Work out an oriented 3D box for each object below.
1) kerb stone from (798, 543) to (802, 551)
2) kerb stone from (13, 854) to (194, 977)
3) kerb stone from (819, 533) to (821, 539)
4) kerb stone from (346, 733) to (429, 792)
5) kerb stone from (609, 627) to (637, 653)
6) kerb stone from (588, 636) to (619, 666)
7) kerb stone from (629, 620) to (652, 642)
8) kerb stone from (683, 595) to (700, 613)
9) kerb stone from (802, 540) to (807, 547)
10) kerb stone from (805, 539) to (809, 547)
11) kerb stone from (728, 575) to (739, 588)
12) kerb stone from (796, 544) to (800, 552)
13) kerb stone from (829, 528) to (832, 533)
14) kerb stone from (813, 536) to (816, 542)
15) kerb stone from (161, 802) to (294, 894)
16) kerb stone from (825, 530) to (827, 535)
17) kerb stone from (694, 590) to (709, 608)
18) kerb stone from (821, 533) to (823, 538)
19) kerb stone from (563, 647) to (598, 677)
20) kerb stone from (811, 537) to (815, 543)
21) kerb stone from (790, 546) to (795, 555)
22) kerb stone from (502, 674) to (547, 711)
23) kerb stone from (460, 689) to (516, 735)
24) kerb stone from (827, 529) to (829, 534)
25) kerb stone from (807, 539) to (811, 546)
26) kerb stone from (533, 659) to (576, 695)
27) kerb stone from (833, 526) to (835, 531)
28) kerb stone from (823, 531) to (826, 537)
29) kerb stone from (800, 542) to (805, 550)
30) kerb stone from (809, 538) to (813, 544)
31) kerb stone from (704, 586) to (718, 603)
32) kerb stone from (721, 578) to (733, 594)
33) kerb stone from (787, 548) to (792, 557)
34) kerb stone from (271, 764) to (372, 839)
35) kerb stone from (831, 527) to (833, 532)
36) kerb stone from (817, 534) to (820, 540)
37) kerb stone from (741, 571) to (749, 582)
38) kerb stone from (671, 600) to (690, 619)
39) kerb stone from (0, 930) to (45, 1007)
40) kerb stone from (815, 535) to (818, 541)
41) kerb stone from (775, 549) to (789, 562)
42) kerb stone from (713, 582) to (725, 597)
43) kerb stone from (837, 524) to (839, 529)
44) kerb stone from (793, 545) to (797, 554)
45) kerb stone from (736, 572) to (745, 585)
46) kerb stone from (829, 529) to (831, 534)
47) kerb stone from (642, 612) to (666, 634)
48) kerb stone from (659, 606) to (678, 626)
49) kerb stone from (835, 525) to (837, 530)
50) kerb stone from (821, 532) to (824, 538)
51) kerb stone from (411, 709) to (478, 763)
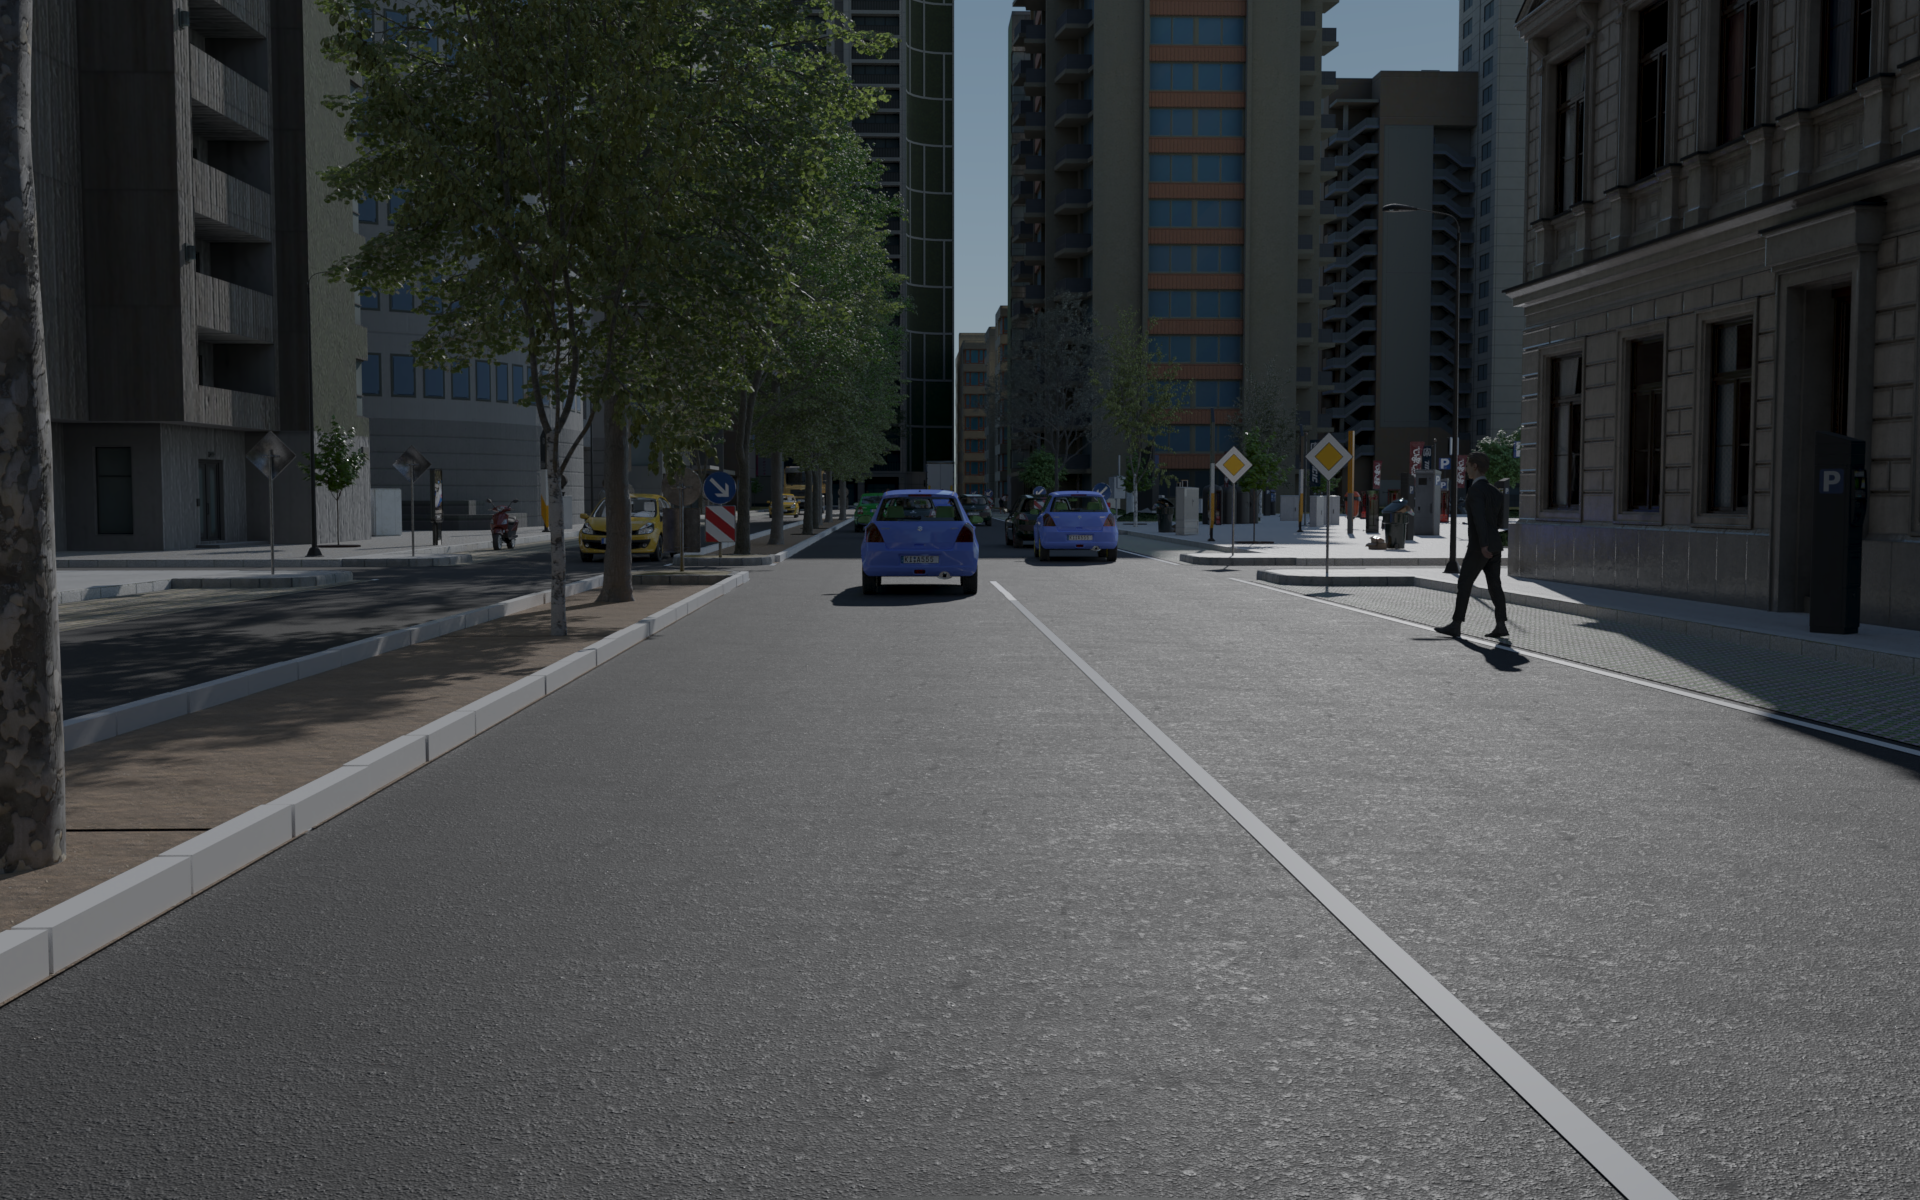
[{"bbox_3d":[-4.076,-1.274,43.068,0.120,0.150,1.000,0,4,-2],"label":"kerb stone"},{"bbox_3d":[-2.768,1.015,5.634,0.120,0.150,1.000,0,4,-2],"label":"kerb stone"},{"bbox_3d":[-4.426,-1.904,53.330,0.120,0.150,1.000,0,4,-2],"label":"kerb stone"},{"bbox_3d":[-2.881,0.825,8.706,0.120,0.150,1.000,0,4,-2],"label":"kerb stone"},{"bbox_3d":[-3.127,0.386,15.887,0.120,0.150,1.000,0,4,-2],"label":"kerb stone"},{"bbox_3d":[-3.085,0.451,14.857,0.120,0.150,1.000,0,4,-2],"label":"kerb stone"},{"bbox_3d":[-3.168,0.331,16.913,0.120,0.150,1.000,0,4,-2],"label":"kerb stone"},{"bbox_3d":[-3.304,0.072,21.023,0.120,0.150,1.000,0,4,-2],"label":"kerb stone"},{"bbox_3d":[-4.142,-1.402,45.116,0.120,0.150,1.000,0,4,-2],"label":"kerb stone"},{"bbox_3d":[-4.182,-1.465,46.147,0.120,0.150,1.000,0,4,-2],"label":"kerb stone"},{"bbox_3d":[-3.484,-0.241,26.133,0.120,0.150,1.000,0,4,-2],"label":"kerb stone"},{"bbox_3d":[-4.032,-1.211,42.044,0.120,0.150,1.000,0,4,-2],"label":"kerb stone"},{"bbox_3d":[-4.713,-2.405,61.521,0.120,0.150,1.000,0,4,-2],"label":"kerb stone"},{"bbox_3d":[-4.326,-1.713,50.249,0.120,0.150,1.000,0,4,-2],"label":"kerb stone"},{"bbox_3d":[-2.806,0.950,6.657,0.120,0.150,1.000,0,4,-2],"label":"kerb stone"},{"bbox_3d":[-4.571,-2.155,57.425,0.120,0.150,1.000,0,4,-2],"label":"kerb stone"},{"bbox_3d":[-3.340,0.009,22.047,0.120,0.150,1.000,0,4,-2],"label":"kerb stone"},{"bbox_3d":[-4.471,-1.962,54.351,0.120,0.150,1.000,0,4,-2],"label":"kerb stone"},{"bbox_3d":[-3.056,0.518,13.828,0.120,0.150,1.000,0,4,-2],"label":"kerb stone"},{"bbox_3d":[-4.290,-1.651,49.227,0.120,0.150,1.000,0,4,-2],"label":"kerb stone"},{"bbox_3d":[-3.960,-1.089,40.001,0.120,0.150,1.000,0,4,-2],"label":"kerb stone"},{"bbox_3d":[-2.986,0.644,11.778,0.120,0.150,1.000,0,4,-2],"label":"kerb stone"},{"bbox_3d":[-2.942,0.700,10.752,0.120,0.150,1.000,0,4,-2],"label":"kerb stone"},{"bbox_3d":[-4.650,-2.280,59.475,0.120,0.150,1.000,0,4,-2],"label":"kerb stone"},{"bbox_3d":[-4.219,-1.528,47.174,0.120,0.150,1.000,0,4,-2],"label":"kerb stone"},{"bbox_3d":[-3.014,0.580,12.800,0.120,0.150,1.000,0,4,-2],"label":"kerb stone"},{"bbox_3d":[-4.824,-2.589,64.586,0.120,0.150,1.000,0,4,-2],"label":"kerb stone"},{"bbox_3d":[-4.539,-2.092,56.404,0.120,0.150,1.000,0,4,-2],"label":"kerb stone"},{"bbox_3d":[-4.111,-1.336,44.090,0.120,0.150,1.000,0,4,-2],"label":"kerb stone"},{"bbox_3d":[-4.248,-1.591,48.200,0.120,0.150,1.000,0,4,-2],"label":"kerb stone"},{"bbox_3d":[-3.375,-0.053,23.069,0.120,0.150,1.000,0,4,-2],"label":"kerb stone"},{"bbox_3d":[-3.442,-0.178,25.112,0.120,0.150,1.000,0,4,-2],"label":"kerb stone"},{"bbox_3d":[-3.925,-1.026,38.972,0.120,0.150,1.000,0,4,-2],"label":"kerb stone"},{"bbox_3d":[-2.836,0.892,7.685,0.120,0.150,1.000,0,4,-2],"label":"kerb stone"},{"bbox_3d":[-4.756,-2.468,62.542,0.120,0.150,1.000,0,4,-2],"label":"kerb stone"},{"bbox_3d":[-4.399,-1.834,52.306,0.120,0.150,1.000,0,4,-2],"label":"kerb stone"},{"bbox_3d":[-3.544,-0.367,28.193,0.120,0.150,1.000,0,4,-2],"label":"kerb stone"},{"bbox_3d":[-3.272,0.134,20.001,0.120,0.150,1.000,0,4,-2],"label":"kerb stone"},{"bbox_3d":[-2.734,1.078,4.613,0.120,0.150,1.000,0,4,-2],"label":"kerb stone"},{"bbox_3d":[-4.359,-1.779,51.284,0.120,0.150,1.000,0,4,-2],"label":"kerb stone"},{"bbox_3d":[-3.897,-0.963,37.940,0.120,0.150,1.000,0,4,-2],"label":"kerb stone"},{"bbox_3d":[-3.410,-0.112,24.090,0.120,0.150,1.000,0,4,-2],"label":"kerb stone"},{"bbox_3d":[-4.973,-2.844,68.689,0.120,0.150,1.000,0,4,-2],"label":"kerb stone"},{"bbox_3d":[-4.004,-1.151,41.022,0.120,0.150,1.000,0,4,-2],"label":"kerb stone"},{"bbox_3d":[-3.514,-0.300,27.163,0.120,0.150,1.000,0,4,-2],"label":"kerb stone"},{"bbox_3d":[-4.688,-2.340,60.499,0.120,0.150,1.000,0,4,-2],"label":"kerb stone"},{"bbox_3d":[-3.199,0.260,17.945,0.120,0.150,1.000,0,4,-2],"label":"kerb stone"},{"bbox_3d":[-3.238,0.200,18.980,0.120,0.150,1.000,0,4,-2],"label":"kerb stone"},{"bbox_3d":[-4.892,-2.718,66.629,0.120,0.150,1.000,0,4,-2],"label":"kerb stone"},{"bbox_3d":[-4.507,-2.015,55.380,0.120,0.150,1.000,0,4,-2],"label":"kerb stone"},{"bbox_3d":[-2.908,0.763,9.727,0.120,0.150,1.000,0,4,-2],"label":"kerb stone"}]
